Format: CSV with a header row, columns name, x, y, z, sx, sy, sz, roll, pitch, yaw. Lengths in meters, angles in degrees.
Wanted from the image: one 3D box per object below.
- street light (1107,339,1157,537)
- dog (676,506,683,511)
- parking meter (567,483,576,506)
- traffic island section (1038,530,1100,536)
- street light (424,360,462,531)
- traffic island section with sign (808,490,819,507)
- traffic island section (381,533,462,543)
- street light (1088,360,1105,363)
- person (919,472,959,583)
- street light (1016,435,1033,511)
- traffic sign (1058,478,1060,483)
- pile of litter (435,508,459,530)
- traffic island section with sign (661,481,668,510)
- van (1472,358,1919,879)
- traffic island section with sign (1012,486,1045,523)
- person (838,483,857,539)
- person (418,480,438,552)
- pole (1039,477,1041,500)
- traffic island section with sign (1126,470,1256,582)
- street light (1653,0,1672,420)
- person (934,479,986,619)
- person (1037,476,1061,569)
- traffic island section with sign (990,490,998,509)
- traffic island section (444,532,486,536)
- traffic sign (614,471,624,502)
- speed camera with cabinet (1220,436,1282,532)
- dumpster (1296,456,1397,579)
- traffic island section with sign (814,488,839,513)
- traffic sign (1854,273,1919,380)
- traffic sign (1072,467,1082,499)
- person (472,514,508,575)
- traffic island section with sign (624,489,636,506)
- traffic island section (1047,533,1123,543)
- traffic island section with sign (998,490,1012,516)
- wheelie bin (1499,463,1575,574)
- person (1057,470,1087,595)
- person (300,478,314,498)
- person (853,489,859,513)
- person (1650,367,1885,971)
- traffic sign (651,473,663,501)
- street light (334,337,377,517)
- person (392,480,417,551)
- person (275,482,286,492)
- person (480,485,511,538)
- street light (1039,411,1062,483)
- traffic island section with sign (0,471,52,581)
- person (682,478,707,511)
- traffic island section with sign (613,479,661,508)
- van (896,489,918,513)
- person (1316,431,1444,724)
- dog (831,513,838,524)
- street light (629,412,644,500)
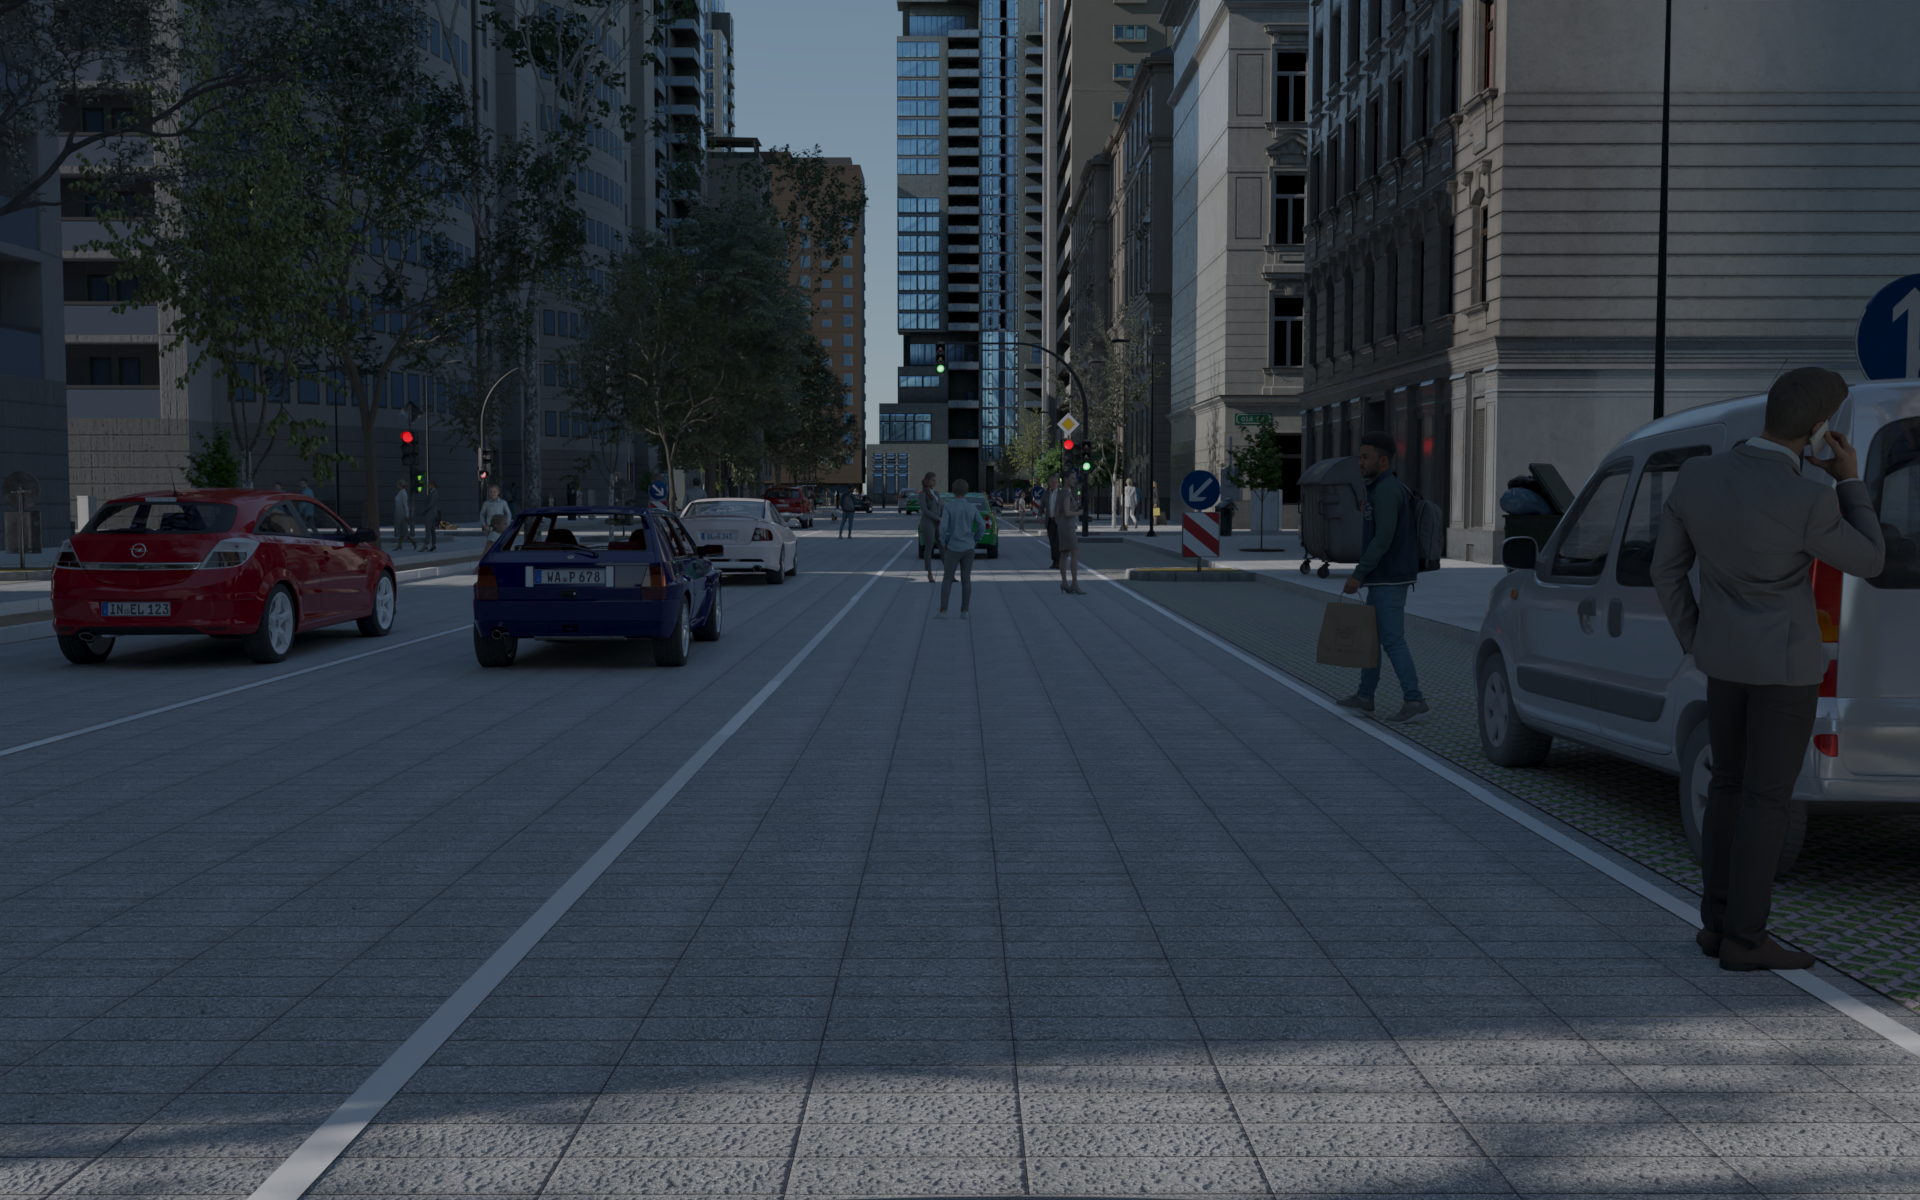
name,x,y,z,sx,sy,sz,roll,pitch,yaw
street light,5.214,-4.854,51.898,1.470,5.913,1.316,0,3,0
dog,-20.643,-6.709,127.428,0.748,0.427,0.550,1,4,15
parking meter,-18.905,-4.806,84.289,0.255,1.863,0.399,3,5,42
traffic island section,3.759,-2.309,60.039,2.009,0.180,2.903,0,3,0
street light,-17.963,-5.364,60.244,1.470,5.913,1.316,0,3,0
traffic island section with sign,-16.389,-11.030,188.975,1.989,1.847,2.006,0,3,0
traffic island section,-16.468,-1.819,52.022,2.009,0.180,2.903,0,3,0
street light,5.135,-5.350,60.011,1.470,5.913,1.316,0,3,0
person,-0.347,-1.180,28.068,0.573,1.790,0.520,2,4,24
street light,5.094,-9.941,135.074,1.470,5.913,1.316,0,3,0
traffic sign,6.139,-6.223,101.857,0.768,2.556,0.104,0,4,2
pile of litter,-18.657,-2.965,62.436,1.176,0.858,1.719,0,4,-2
traffic island section with sign,-10.281,-3.152,59.674,2.006,1.907,1.989,0,3,0
van,3.618,-0.048,7.789,2.013,2.044,4.112,0,3,0
traffic island section with sign,3.718,-4.678,85.118,1.989,1.847,2.006,0,3,0
person,-3.548,-2.822,54.984,0.623,1.781,0.721,1,4,15
person,-13.246,-2.096,43.050,0.573,1.790,0.520,-2,4,-30
pole,5.069,-7.110,110.088,0.158,3.312,0.155,0,3,0
traffic island section with sign,3.817,-1.249,29.047,1.989,1.847,2.006,0,3,0
street light,5.294,-2.560,14.405,1.470,5.913,1.316,0,3,0
person,-0.003,-0.590,19.959,0.589,1.601,0.330,-1,4,-10
person,1.798,-1.475,33.007,0.661,1.777,0.834,1,4,10
traffic island section with sign,3.579,-9.368,161.793,1.989,1.847,2.006,0,3,0
traffic island section,-16.482,-2.307,60.007,2.009,0.180,2.903,0,3,0
traffic sign,-19.020,-5.873,96.125,0.768,2.556,0.104,0,4,4
speed camera with cabinet,10.007,-3.984,59.472,2.038,3.252,0.660,1,4,22
dumpster,6.020,-1.293,26.896,1.264,1.857,1.865,0,3,0
traffic island section with sign,-10.428,-7.748,134.813,2.006,1.907,1.989,0,3,0
traffic sign,5.563,-0.610,10.076,0.768,2.556,0.104,0,4,7
traffic sign,5.448,-5.049,82.665,0.768,2.556,0.104,0,4,6
person,-5.216,-0.360,19.403,0.382,1.210,0.505,0,4,2
traffic island section with sign,-16.198,-4.647,84.611,1.989,1.847,2.006,0,3,0
traffic island section,3.773,-1.821,52.054,2.009,0.180,2.903,0,3,0
traffic island section with sign,3.670,-6.382,112.971,1.989,1.847,2.006,0,3,0
wheelie bin,5.935,-0.602,17.743,0.693,1.594,0.980,3,4,38
person,1.597,-0.979,24.854,0.374,1.781,0.599,-1,4,-9
person,-16.805,-2.220,44.654,0.748,1.841,0.638,1,4,14
person,-8.012,-7.646,133.393,0.514,1.842,0.818,-2,4,-24
person,2.434,0.209,5.263,0.473,1.802,0.592,-1,4,-16
traffic sign,-18.657,-6.511,106.569,0.768,2.556,0.104,0,4,5
street light,-17.858,-4.805,51.107,1.470,5.913,1.316,0,3,0
person,-14.111,-2.158,44.001,0.641,1.798,0.478,-1,4,-12
person,-22.266,-2.960,56.911,0.660,1.820,0.620,0,4,2
person,-8.327,-1.268,31.041,0.589,1.601,0.330,0,4,4
street light,5.136,-7.625,97.204,1.470,5.913,1.316,0,3,0
traffic island section with sign,-16.104,-1.258,29.191,1.989,1.847,2.006,0,3,0
person,-6.655,-2.154,43.570,0.661,1.843,0.795,0,4,-3
traffic island section with sign,-10.278,-2.699,52.267,2.006,1.907,1.989,0,3,0
van,-3.935,-7.713,133.111,2.013,2.044,4.112,0,4,-1
person,2.623,-0.145,10.849,0.713,1.824,0.794,3,4,36
dog,-6.051,-3.930,83.549,0.406,0.507,0.540,-1,4,-18
street light,-18.038,-7.638,97.428,1.470,5.913,1.316,0,3,0
